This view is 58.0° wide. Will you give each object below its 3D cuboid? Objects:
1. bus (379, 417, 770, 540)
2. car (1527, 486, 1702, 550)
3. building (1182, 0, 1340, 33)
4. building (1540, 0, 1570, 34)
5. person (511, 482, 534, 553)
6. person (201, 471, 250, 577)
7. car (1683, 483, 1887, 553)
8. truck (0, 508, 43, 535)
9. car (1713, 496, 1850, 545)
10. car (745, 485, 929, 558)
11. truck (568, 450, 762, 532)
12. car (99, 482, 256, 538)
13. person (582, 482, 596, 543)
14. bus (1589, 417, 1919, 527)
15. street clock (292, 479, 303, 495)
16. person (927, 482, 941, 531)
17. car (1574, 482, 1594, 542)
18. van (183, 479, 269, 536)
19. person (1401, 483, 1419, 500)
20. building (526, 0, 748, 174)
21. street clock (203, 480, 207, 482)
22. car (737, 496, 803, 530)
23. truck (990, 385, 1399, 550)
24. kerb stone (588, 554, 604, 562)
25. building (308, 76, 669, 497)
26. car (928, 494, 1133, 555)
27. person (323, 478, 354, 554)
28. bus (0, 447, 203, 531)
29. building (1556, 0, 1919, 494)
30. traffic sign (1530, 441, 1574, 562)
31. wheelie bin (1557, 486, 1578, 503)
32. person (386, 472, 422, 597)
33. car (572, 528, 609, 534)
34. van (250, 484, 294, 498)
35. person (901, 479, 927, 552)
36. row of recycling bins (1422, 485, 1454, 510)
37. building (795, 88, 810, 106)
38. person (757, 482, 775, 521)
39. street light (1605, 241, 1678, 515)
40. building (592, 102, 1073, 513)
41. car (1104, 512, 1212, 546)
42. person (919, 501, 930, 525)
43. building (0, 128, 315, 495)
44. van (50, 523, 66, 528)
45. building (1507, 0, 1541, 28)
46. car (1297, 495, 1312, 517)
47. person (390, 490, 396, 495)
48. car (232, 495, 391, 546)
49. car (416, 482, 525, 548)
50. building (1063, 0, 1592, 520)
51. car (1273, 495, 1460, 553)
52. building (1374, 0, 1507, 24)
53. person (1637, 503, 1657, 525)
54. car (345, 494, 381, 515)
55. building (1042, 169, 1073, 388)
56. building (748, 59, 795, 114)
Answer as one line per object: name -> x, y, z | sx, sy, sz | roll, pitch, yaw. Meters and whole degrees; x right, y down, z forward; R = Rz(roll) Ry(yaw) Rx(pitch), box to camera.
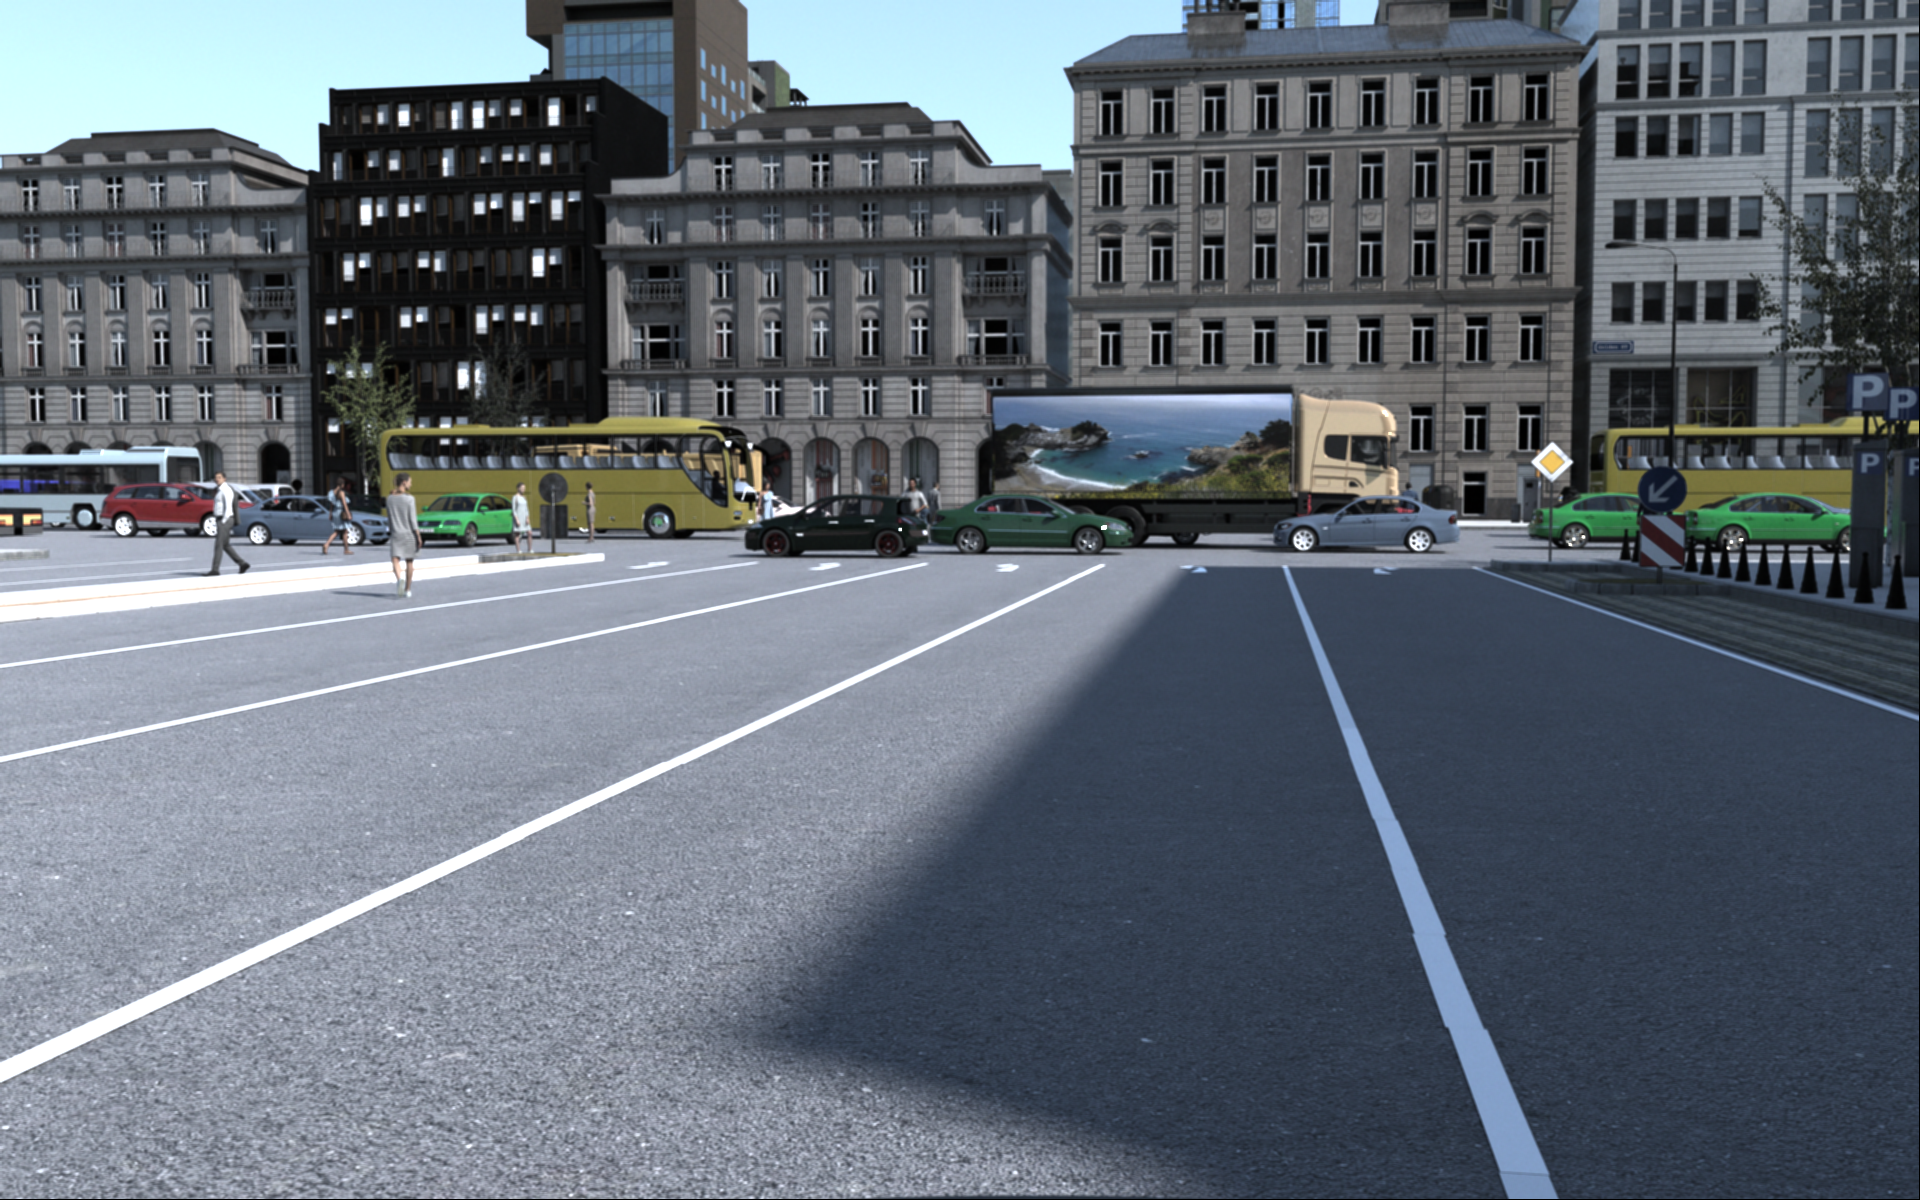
bus -> -12.469, -3.944, 56.025 | 12.252, 3.916, 2.896 | 1, 4, 9
car -> 17.363, -2.236, 45.348 | 4.718, 1.807, 1.959 | 1, 4, 9
building -> 43.992, -57.395, 251.085 | 31.000, 86.520, 22.319 | 1, 4, 10
building -> 52.461, -27.707, 136.604 | 14.154, 41.232, 14.086 | 1, 4, 10
person -> -10.170, -1.872, 40.109 | 0.522, 1.701, 0.512 | 2, 4, 31
person -> -12.788, -1.315, 30.094 | 0.850, 1.850, 0.679 | -3, 5, -40
car -> 20.277, -2.073, 42.691 | 4.718, 1.807, 1.959 | 1, 4, 10
truck -> -41.296, -4.333, 60.605 | 18.799, 4.110, 2.967 | 1, 4, 10
car -> 22.941, -2.282, 49.312 | 4.499, 1.417, 2.014 | 1, 4, 9
car -> -2.809, -1.822, 39.577 | 4.222, 1.686, 2.009 | 1, 4, 10
truck -> -12.749, -4.376, 67.471 | 9.791, 3.379, 3.469 | 1, 4, 11
car -> -25.910, -3.003, 57.772 | 5.304, 1.827, 2.281 | 1, 4, 8
person -> -10.826, -2.550, 50.536 | 0.374, 1.781, 0.599 | 0, 4, -1
bus -> 26.995, -3.945, 56.048 | 12.252, 3.916, 2.896 | 1, 4, 9
street clock -> -32.849, -4.973, 85.887 | 0.471, 2.002, 0.358 | 0, 4, -8
person -> -0.812, -2.832, 54.927 | 0.709, 1.813, 0.853 | 3, 5, 40
car -> 19.628, -2.707, 53.056 | 1.959, 1.807, 4.718 | 1, 4, 10
van -> -24.933, -3.239, 59.968 | 4.112, 2.044, 2.013 | 1, 4, 9
person -> 14.505, -2.881, 55.792 | 0.721, 1.800, 0.419 | 0, 4, -7
building -> -26.421, -30.310, 145.686 | 14.600, 45.320, 14.200 | 1, 4, 10
street clock -> -39.085, -5.192, 89.460 | 0.358, 2.002, 0.471 | 1, 4, 21
car -> -7.529, -3.530, 70.074 | 4.827, 1.381, 2.083 | 1, 4, 11
truck -> 6.551, -3.497, 46.097 | 11.283, 4.237, 2.839 | 1, 4, 11
kerb stone -> -7.782, -0.885, 36.677 | 0.120, 0.150, 1.000 | 1, 4, 10
building -> -25.944, -16.382, 97.522 | 15.834, 23.373, 12.332 | 1, 4, 10
car -> 1.703, -1.826, 41.657 | 4.920, 1.459, 2.131 | 0, 4, 8
person -> -14.659, -1.977, 40.917 | 0.616, 1.811, 0.778 | 3, 4, 38
bus -> -36.983, -4.525, 68.845 | 13.247, 3.499, 2.948 | 0, 4, 8
building -> 45.644, -18.826, 85.291 | 29.804, 29.767, 11.434 | 1, 4, 10
traffic sign -> 11.220, -1.788, 32.884 | 0.795, 2.450, 0.064 | 1, 4, 10
wheelie bin -> 25.258, -3.906, 71.775 | 0.980, 1.594, 0.693 | -2, 4, -31
person -> -7.682, -0.899, 23.953 | 0.466, 1.731, 0.760 | -1, 4, -21
car -> -11.949, -3.132, 63.204 | 4.499, 1.417, 2.014 | 1, 4, 10
van -> -29.527, -3.933, 71.317 | 4.112, 2.044, 2.013 | 1, 4, 9
person -> -1.214, -2.046, 42.106 | 0.875, 1.805, 0.789 | 0, 4, 5
row of recycling bins -> 22.095, -4.454, 79.938 | 1.069, 1.692, 3.534 | 0, 4, 4
building -> -21.286, -30.243, 178.068 | 14.086, 41.232, 14.154 | 1, 4, 10
person -> -5.913, -2.688, 52.547 | 0.616, 1.811, 0.778 | -2, 4, -29
street light -> 12.550, -3.631, 31.903 | 1.470, 5.913, 1.316 | 1, 4, 10
building -> -6.187, -15.473, 94.782 | 24.055, 21.916, 13.314 | 1, 4, 10
car -> 4.888, -2.475, 49.144 | 5.304, 1.827, 2.281 | 0, 4, 8
person -> -1.335, -3.318, 68.249 | 1.012, 1.151, 0.738 | 3, 5, 41
building -> -45.540, -15.871, 101.293 | 24.055, 21.916, 13.314 | 1, 4, 10
van -> -39.702, -4.266, 74.137 | 5.245, 2.365, 2.240 | 1, 4, 9
building -> 60.061, -37.566, 156.195 | 21.231, 58.520, 28.212 | 1, 4, 10
car -> 12.427, -2.733, 53.725 | 4.494, 1.783, 2.155 | 1, 4, 10
person -> -14.290, -2.034, 44.030 | 0.388, 1.546, 0.482 | -1, 4, -19
car -> -18.122, -2.247, 48.746 | 4.499, 1.417, 2.014 | 0, 4, 8
car -> -13.647, -2.388, 47.845 | 1.959, 1.807, 4.718 | 1, 4, 11
building -> 18.497, -17.927, 90.364 | 25.104, 27.353, 12.463 | 1, 4, 10
car -> 10.026, -1.885, 42.814 | 4.499, 1.417, 2.014 | 1, 4, 12
building -> 69.182, -49.390, 245.777 | 20.611, 71.187, 20.563 | 1, 4, 10
person -> 16.736, -1.909, 42.258 | 0.480, 1.512, 0.613 | 3, 4, 38
car -> -23.828, -3.689, 70.104 | 4.222, 1.686, 2.009 | 1, 4, 9
building -> 13.800, -39.062, 258.272 | 30.456, 49.044, 23.786 | 1, 4, 10
building -> -24.176, -29.123, 159.749 | 14.154, 41.232, 14.086 | 1, 4, 10
